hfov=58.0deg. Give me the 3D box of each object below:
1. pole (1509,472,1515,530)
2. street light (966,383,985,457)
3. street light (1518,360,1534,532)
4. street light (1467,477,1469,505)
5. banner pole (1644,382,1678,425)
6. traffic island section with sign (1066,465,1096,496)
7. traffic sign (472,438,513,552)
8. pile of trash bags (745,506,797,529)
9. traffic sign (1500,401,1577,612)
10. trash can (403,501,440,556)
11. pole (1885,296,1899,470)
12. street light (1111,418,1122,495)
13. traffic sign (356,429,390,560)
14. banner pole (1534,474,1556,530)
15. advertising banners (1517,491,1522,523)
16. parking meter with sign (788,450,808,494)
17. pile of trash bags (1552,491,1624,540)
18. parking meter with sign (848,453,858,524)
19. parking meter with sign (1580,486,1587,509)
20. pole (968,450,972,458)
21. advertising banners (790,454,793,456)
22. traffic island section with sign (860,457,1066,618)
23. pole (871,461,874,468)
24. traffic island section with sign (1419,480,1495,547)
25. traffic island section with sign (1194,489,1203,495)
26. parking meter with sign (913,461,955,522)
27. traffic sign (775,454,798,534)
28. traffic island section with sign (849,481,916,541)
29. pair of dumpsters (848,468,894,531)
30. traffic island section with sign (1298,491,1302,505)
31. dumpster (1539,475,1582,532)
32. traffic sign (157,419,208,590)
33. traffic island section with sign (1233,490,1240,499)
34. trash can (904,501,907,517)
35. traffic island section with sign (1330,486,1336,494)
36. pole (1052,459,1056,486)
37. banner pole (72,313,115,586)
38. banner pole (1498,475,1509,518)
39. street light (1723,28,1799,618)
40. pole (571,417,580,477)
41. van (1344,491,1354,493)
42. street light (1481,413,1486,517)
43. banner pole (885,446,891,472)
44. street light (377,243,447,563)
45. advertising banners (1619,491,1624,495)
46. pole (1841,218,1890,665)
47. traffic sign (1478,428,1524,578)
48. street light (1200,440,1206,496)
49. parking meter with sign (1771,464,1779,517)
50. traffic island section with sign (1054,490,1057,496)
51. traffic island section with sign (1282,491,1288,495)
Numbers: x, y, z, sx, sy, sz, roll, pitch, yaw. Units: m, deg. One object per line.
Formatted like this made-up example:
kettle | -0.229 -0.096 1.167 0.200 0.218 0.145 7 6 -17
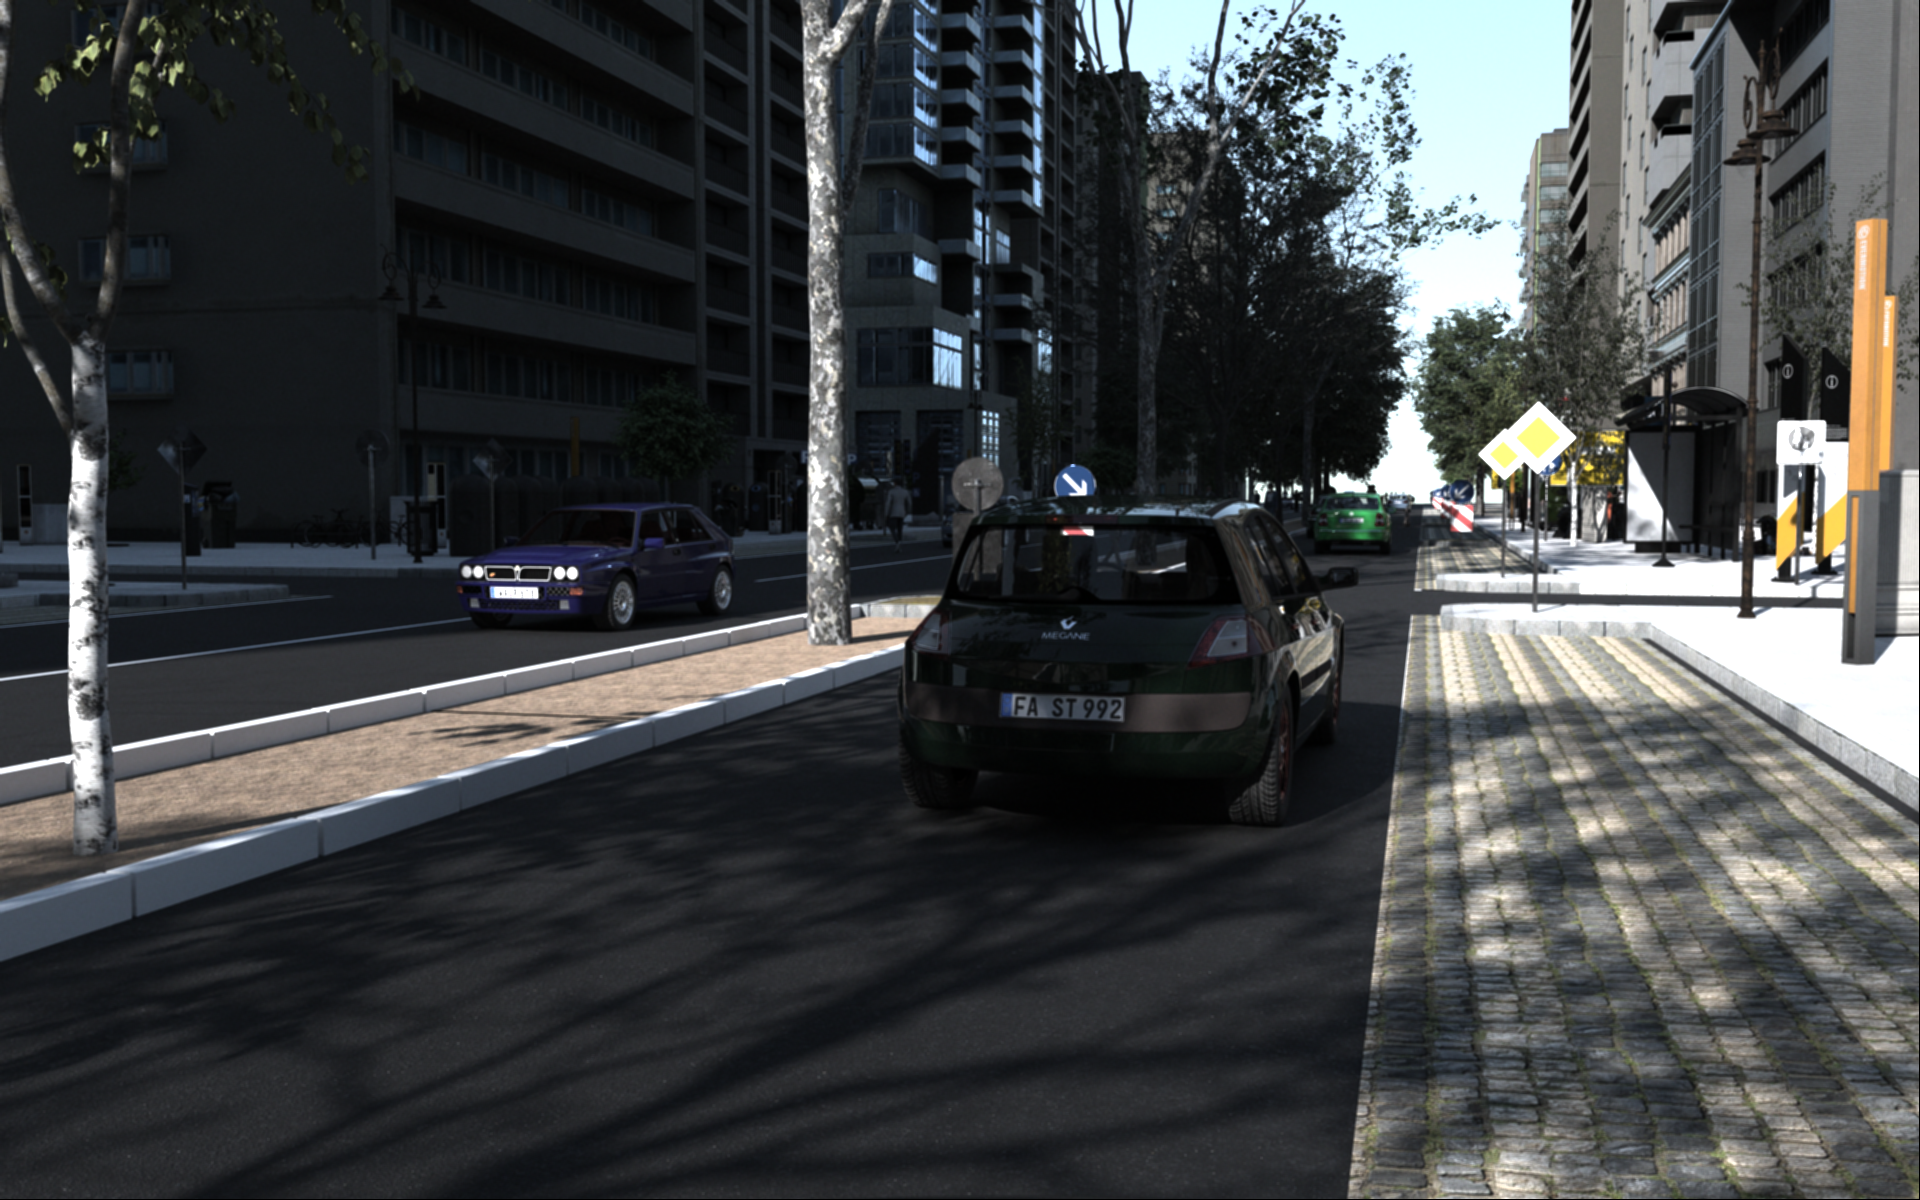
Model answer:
pole | 19.670 -4.148 61.668 0.158 3.312 0.155 0 3 0
street light | 0.654 -6.077 72.139 0.468 5.910 1.993 1 4 15
street light | 18.944 -5.218 58.100 0.468 5.910 1.993 1 4 15
street light | 38.670 -9.716 131.639 0.468 5.910 1.993 1 4 15
banner pole | 15.781 -2.993 38.945 0.863 3.779 0.401 2 4 29
traffic island section with sign | 1.978 -1.207 27.867 2.006 1.907 1.989 1 4 15
traffic sign | -8.346 -1.668 30.920 0.795 2.450 0.064 1 4 15
pile of trash bags | -6.849 -3.333 64.246 1.912 1.369 3.447 3 4 38
traffic sign | 6.235 -0.923 18.734 0.795 2.450 0.064 1 4 15
trash can | -11.146 -1.482 35.879 0.748 1.137 0.748 0 3 0
pole | 9.583 -1.475 17.965 0.158 3.312 0.155 0 3 0
street light | 9.527 -8.122 105.578 0.468 5.910 1.993 1 4 15
traffic sign | -11.463 -2.059 33.777 0.768 2.556 0.104 1 4 17
banner pole | 21.089 -4.428 62.414 0.863 3.779 0.401 -1 4 -8
advertising banners | 25.905 -4.977 77.566 2.074 3.025 0.090 -1 4 -16
parking meter with sign | -6.535 -4.468 69.316 0.543 3.016 1.738 -2 4 -32
pile of trash bags | 18.116 -2.424 49.381 1.912 1.369 3.447 1 4 9
parking meter with sign | -4.609 -4.813 74.951 0.543 3.016 1.738 0 4 2
parking meter with sign | 28.081 -5.029 78.483 1.738 3.016 0.543 -2 4 -26
pole | 0.438 -5.237 79.475 0.158 3.312 0.155 0 3 0
advertising banners | -7.190 -4.935 76.877 0.090 3.025 2.074 1 4 21
traffic island section with sign | 0.048 -0.769 20.714 2.006 1.907 1.989 1 4 15
pole | -5.424 -6.927 107.093 0.158 3.312 0.155 0 3 0
traffic island section with sign | 13.744 -2.402 47.897 1.989 1.847 2.006 1 4 15
traffic island section with sign | 17.565 -7.276 127.585 1.989 1.847 2.006 1 4 15
parking meter with sign | -1.059 -4.669 72.595 1.738 3.016 0.543 1 4 14
traffic sign | -5.591 -3.398 55.658 0.768 2.556 0.104 1 4 17
traffic island section with sign | -2.424 -2.721 53.113 1.989 1.847 2.006 1 4 15
pair of dumpsters | -3.481 -3.649 62.151 1.574 2.255 4.437 1 4 15
traffic island section with sign | 45.962 -13.748 233.413 1.989 1.847 2.006 1 4 15
dumpster | 20.659 -3.496 59.646 1.502 2.255 1.985 1 4 15
traffic sign | -10.417 -1.197 23.207 0.795 2.450 0.064 1 4 15
traffic island section with sign | 24.555 -8.872 153.681 1.989 1.847 2.006 1 4 15
trash can | -3.211 -5.113 95.244 0.748 1.137 0.748 0 3 0
traffic island section with sign | 21.449 -5.646 100.448 2.006 1.907 1.989 1 4 15
pole | 5.395 -6.466 99.555 0.158 3.312 0.155 0 3 0
banner pole | -12.002 -2.068 23.834 0.401 3.779 0.863 0 4 -4
banner pole | 28.804 -6.215 91.631 0.863 3.779 0.401 -1 4 -15
street light | 8.166 -2.753 17.806 0.468 5.910 1.993 1 4 15
pole | -10.225 -3.194 46.066 0.158 3.312 0.155 0 3 0
van | 48.953 -12.896 217.867 2.013 2.044 4.112 1 4 13
street light | 29.672 -7.666 98.132 0.468 5.910 1.993 1 4 15
banner pole | -3.707 -6.062 89.134 0.401 3.779 0.863 -2 4 -28
street light | -10.120 -3.631 32.159 0.468 5.910 1.993 1 4 15
advertising banners | 35.918 -6.022 94.647 2.074 3.025 0.090 0 4 -3
pole | 6.783 -1.171 12.984 0.158 3.312 0.155 0 3 0
traffic sign | 8.305 -1.395 26.447 0.795 2.450 0.064 1 4 15
street light | 20.413 -10.568 145.568 0.468 5.910 1.993 1 4 15
parking meter with sign | 21.101 -2.924 44.061 0.543 3.016 1.738 0 4 7
traffic island section with sign | 4.562 -4.313 79.150 1.989 1.847 2.006 1 4 15
traffic island section with sign | 38.987 -12.156 207.372 1.989 1.847 2.006 1 4 15
